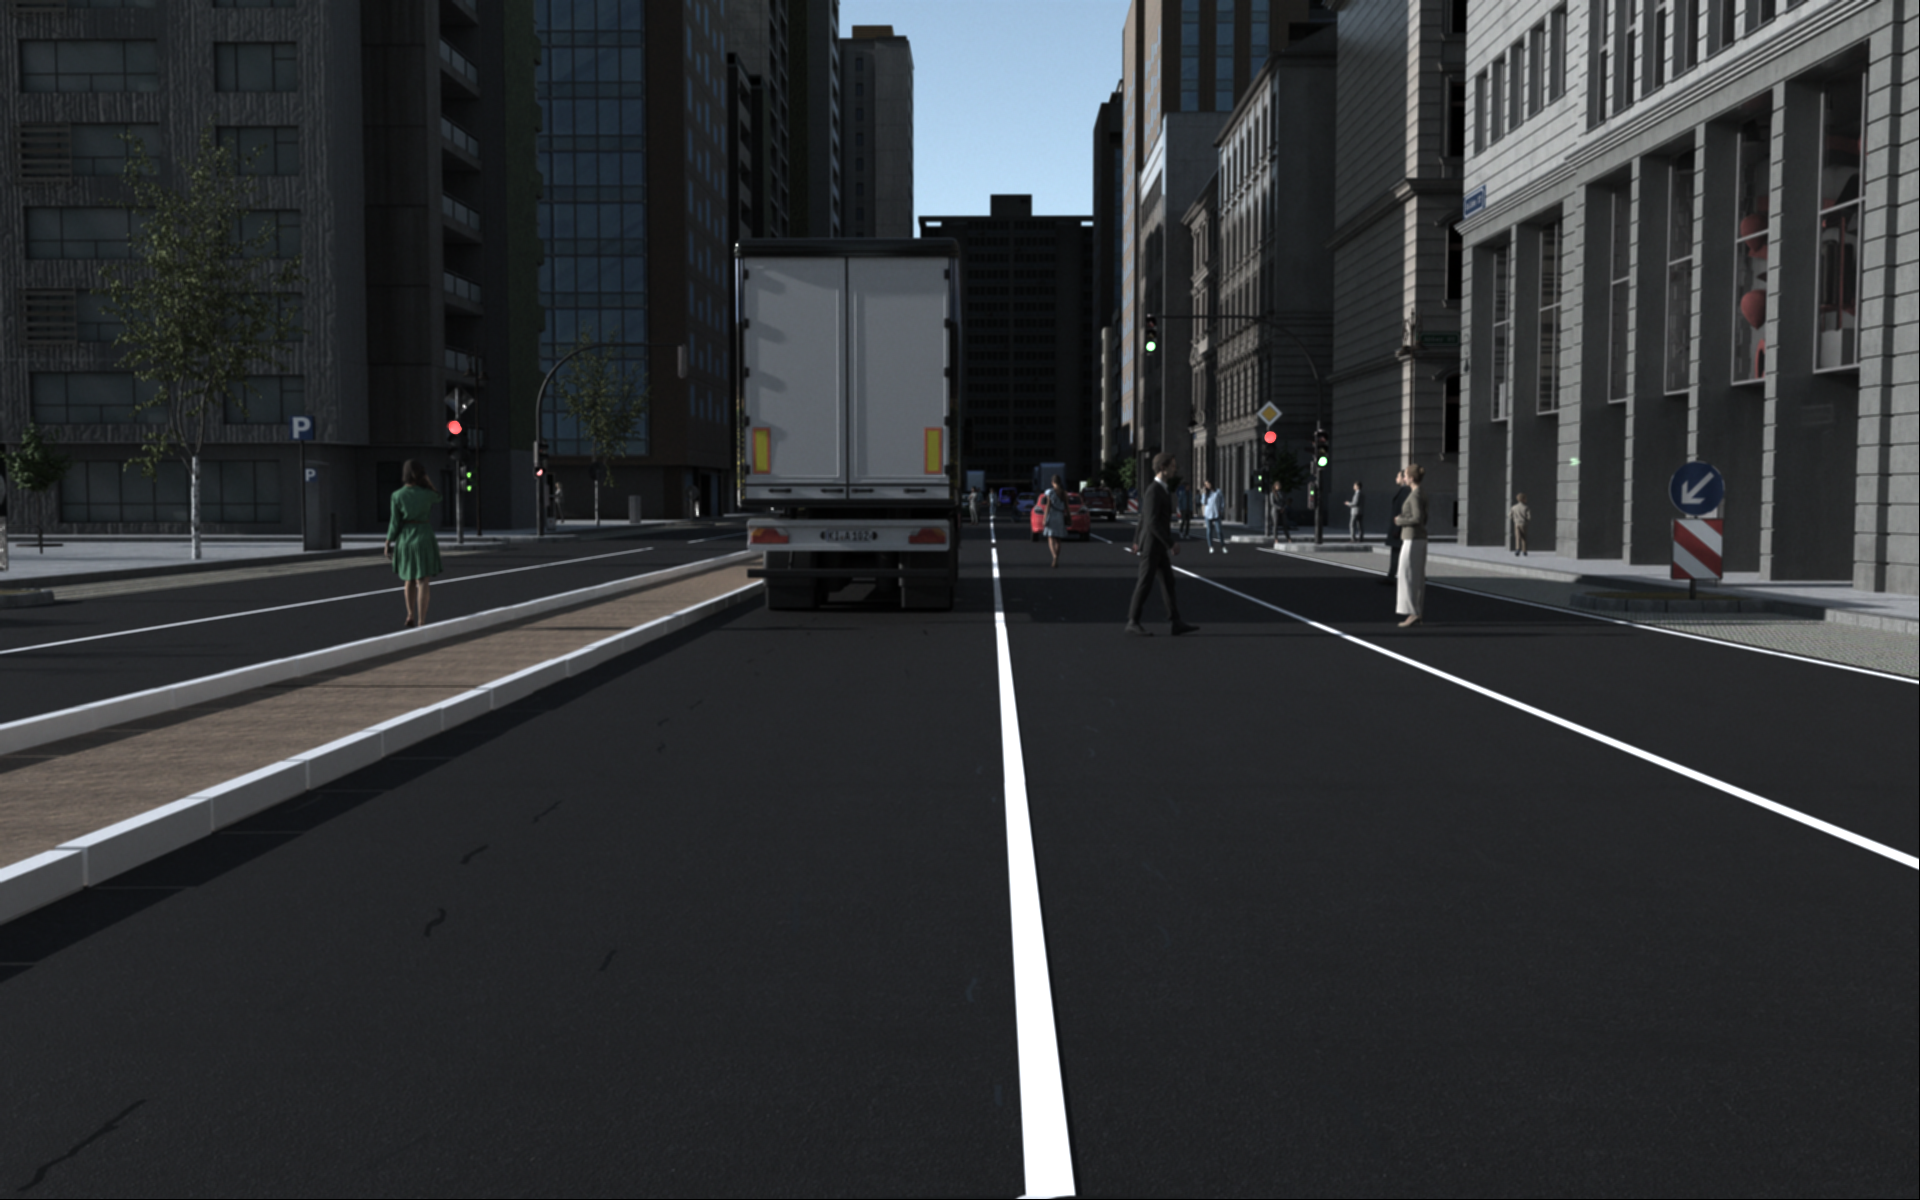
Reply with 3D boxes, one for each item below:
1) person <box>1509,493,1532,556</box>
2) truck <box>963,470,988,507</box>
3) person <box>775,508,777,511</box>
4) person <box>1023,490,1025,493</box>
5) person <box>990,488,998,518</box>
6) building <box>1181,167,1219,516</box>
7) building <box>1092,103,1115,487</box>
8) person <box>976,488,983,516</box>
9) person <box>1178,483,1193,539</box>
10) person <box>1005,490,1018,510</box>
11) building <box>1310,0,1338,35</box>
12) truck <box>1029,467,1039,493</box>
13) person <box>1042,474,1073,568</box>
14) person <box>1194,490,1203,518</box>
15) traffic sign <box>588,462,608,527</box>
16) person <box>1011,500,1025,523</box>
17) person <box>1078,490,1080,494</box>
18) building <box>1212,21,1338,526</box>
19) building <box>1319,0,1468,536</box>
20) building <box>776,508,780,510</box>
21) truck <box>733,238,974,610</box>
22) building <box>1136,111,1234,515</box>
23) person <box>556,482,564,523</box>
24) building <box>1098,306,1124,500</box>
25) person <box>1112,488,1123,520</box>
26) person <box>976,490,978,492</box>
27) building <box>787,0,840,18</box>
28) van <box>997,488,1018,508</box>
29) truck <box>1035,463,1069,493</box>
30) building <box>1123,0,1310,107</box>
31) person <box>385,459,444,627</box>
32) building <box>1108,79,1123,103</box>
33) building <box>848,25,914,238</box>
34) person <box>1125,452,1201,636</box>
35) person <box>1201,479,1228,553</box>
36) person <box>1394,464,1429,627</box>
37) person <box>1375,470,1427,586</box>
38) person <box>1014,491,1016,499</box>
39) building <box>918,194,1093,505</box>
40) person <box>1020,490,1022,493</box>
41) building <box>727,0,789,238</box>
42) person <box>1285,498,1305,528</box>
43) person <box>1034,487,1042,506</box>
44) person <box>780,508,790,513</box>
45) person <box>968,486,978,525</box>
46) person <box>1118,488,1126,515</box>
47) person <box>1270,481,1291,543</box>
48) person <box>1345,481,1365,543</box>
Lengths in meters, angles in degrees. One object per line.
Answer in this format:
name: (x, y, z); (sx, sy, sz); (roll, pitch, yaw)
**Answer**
person: (11.604, -1.562, 35.860); (0.475, 1.303, 0.640); (1, 4, 22)
truck: (1.726, -12.337, 191.462); (2.967, 4.110, 18.799); (0, 4, 0)
person: (-13.840, -7.528, 129.218); (0.705, 1.812, 1.348); (3, 4, 36)
person: (5.264, -8.217, 142.949); (0.705, 1.812, 1.348); (3, 5, 43)
person: (2.042, -5.918, 105.518); (0.793, 1.790, 0.793); (1, 4, 14)
building: (19.242, -15.938, 96.746); (11.583, 22.565, 21.152); (0, 4, 1)
building: (22.227, -33.298, 194.540); (14.600, 45.320, 14.200); (0, 4, 1)
person: (1.224, -6.263, 110.758); (0.638, 1.841, 0.748); (3, 4, 38)
person: (7.227, -2.851, 55.464); (0.601, 1.785, 0.444); (-1, 4, -17)
person: (4.662, -8.827, 152.753); (1.348, 1.831, 0.705); (0, 4, -6)
building: (22.086, -29.800, 137.343); (14.600, 45.320, 14.200); (0, 4, 1)
truck: (8.219, -10.596, 162.997); (2.967, 4.110, 18.799); (0, 4, 1)
person: (1.908, -1.537, 33.717); (0.616, 1.811, 0.778); (0, 4, -6)
person: (12.747, -5.113, 92.242); (0.503, 1.515, 0.523); (0, 4, -5)
traffic sign: (-14.161, -4.136, 67.732); (0.768, 2.556, 0.104); (0, 4, 5)
person: (2.890, -4.411, 86.116); (0.738, 1.151, 1.012); (0, 4, 5)
person: (13.931, -12.011, 203.083); (0.621, 1.740, 0.551); (0, 4, 6)
building: (17.208, -13.935, 76.988); (9.793, 20.994, 18.267); (0, 4, 1)
building: (25.006, -16.570, 58.311); (23.554, 28.519, 14.401); (0, 4, 1)
building: (-28.141, -18.191, 142.459); (27.650, 21.520, 28.899); (0, 4, 1)
truck: (-1.207, -2.183, 24.599); (2.839, 4.237, 11.283); (0, 4, 0)
building: (18.866, -18.298, 117.191); (12.078, 24.808, 19.932); (0, 4, 1)
person: (-17.711, -4.290, 76.362); (0.526, 1.800, 0.537); (-3, 4, -37)
building: (28.641, -20.098, 173.646); (27.650, 21.520, 28.899); (0, 4, 1)
person: (8.775, -5.395, 97.194); (0.782, 1.767, 0.515); (3, 5, 39)
person: (1.466, -8.561, 148.617); (0.705, 1.807, 1.348); (2, 4, 26)
building: (-27.648, -39.712, 191.295); (28.212, 58.520, 21.231); (0, 4, 1)
van: (5.077, -10.898, 182.568); (2.240, 2.365, 5.245); (0, 4, 1)
truck: (7.856, -9.374, 143.021); (2.967, 4.110, 18.799); (0, 4, 1)
building: (21.581, -30.668, 151.527); (14.600, 45.320, 14.200); (0, 4, 1)
person: (-5.724, -0.577, 18.182); (0.600, 1.795, 0.529); (-1, 4, -19)
building: (32.332, -38.899, 225.235); (27.495, 52.752, 28.713); (0, 4, 1)
building: (-20.111, -41.590, 221.994); (28.212, 58.520, 21.231); (0, 4, 1)
person: (2.046, -0.562, 17.471); (0.755, 1.850, 0.659); (1, 4, 12)
person: (6.236, -2.057, 42.391); (0.793, 1.790, 0.793); (-1, 4, -12)
person: (4.904, -0.600, 18.858); (0.362, 1.759, 0.519); (2, 4, 25)
person: (6.920, -1.133, 27.125); (0.767, 1.812, 0.694); (2, 4, 23)
person: (5.463, -10.242, 176.506); (0.434, 1.755, 0.990); (2, 4, 25)
building: (6.615, -32.753, 227.386); (23.993, 40.220, 32.217); (0, 4, 1)
person: (5.671, -9.286, 160.407); (0.705, 1.814, 1.350); (0, 4, -1)
building: (-24.929, -44.486, 165.601); (20.563, 71.187, 20.611); (0, 4, 1)
person: (12.082, -3.173, 63.417); (0.738, 1.151, 1.012); (-1, 4, -13)
person: (4.386, -5.473, 98.078); (0.635, 1.810, 0.391); (2, 4, 33)
person: (-5.747, -3.014, 57.885); (0.850, 1.850, 0.679); (-3, 4, -36)
person: (0.597, -4.427, 81.064); (0.511, 1.800, 0.466); (3, 5, 41)
person: (10.294, -6.261, 111.040); (0.661, 1.801, 0.590); (1, 4, 9)
person: (8.989, -2.422, 48.374); (0.520, 1.790, 0.573); (-3, 5, -45)
person: (11.417, -2.530, 50.062); (0.583, 1.804, 0.606); (2, 4, 28)
